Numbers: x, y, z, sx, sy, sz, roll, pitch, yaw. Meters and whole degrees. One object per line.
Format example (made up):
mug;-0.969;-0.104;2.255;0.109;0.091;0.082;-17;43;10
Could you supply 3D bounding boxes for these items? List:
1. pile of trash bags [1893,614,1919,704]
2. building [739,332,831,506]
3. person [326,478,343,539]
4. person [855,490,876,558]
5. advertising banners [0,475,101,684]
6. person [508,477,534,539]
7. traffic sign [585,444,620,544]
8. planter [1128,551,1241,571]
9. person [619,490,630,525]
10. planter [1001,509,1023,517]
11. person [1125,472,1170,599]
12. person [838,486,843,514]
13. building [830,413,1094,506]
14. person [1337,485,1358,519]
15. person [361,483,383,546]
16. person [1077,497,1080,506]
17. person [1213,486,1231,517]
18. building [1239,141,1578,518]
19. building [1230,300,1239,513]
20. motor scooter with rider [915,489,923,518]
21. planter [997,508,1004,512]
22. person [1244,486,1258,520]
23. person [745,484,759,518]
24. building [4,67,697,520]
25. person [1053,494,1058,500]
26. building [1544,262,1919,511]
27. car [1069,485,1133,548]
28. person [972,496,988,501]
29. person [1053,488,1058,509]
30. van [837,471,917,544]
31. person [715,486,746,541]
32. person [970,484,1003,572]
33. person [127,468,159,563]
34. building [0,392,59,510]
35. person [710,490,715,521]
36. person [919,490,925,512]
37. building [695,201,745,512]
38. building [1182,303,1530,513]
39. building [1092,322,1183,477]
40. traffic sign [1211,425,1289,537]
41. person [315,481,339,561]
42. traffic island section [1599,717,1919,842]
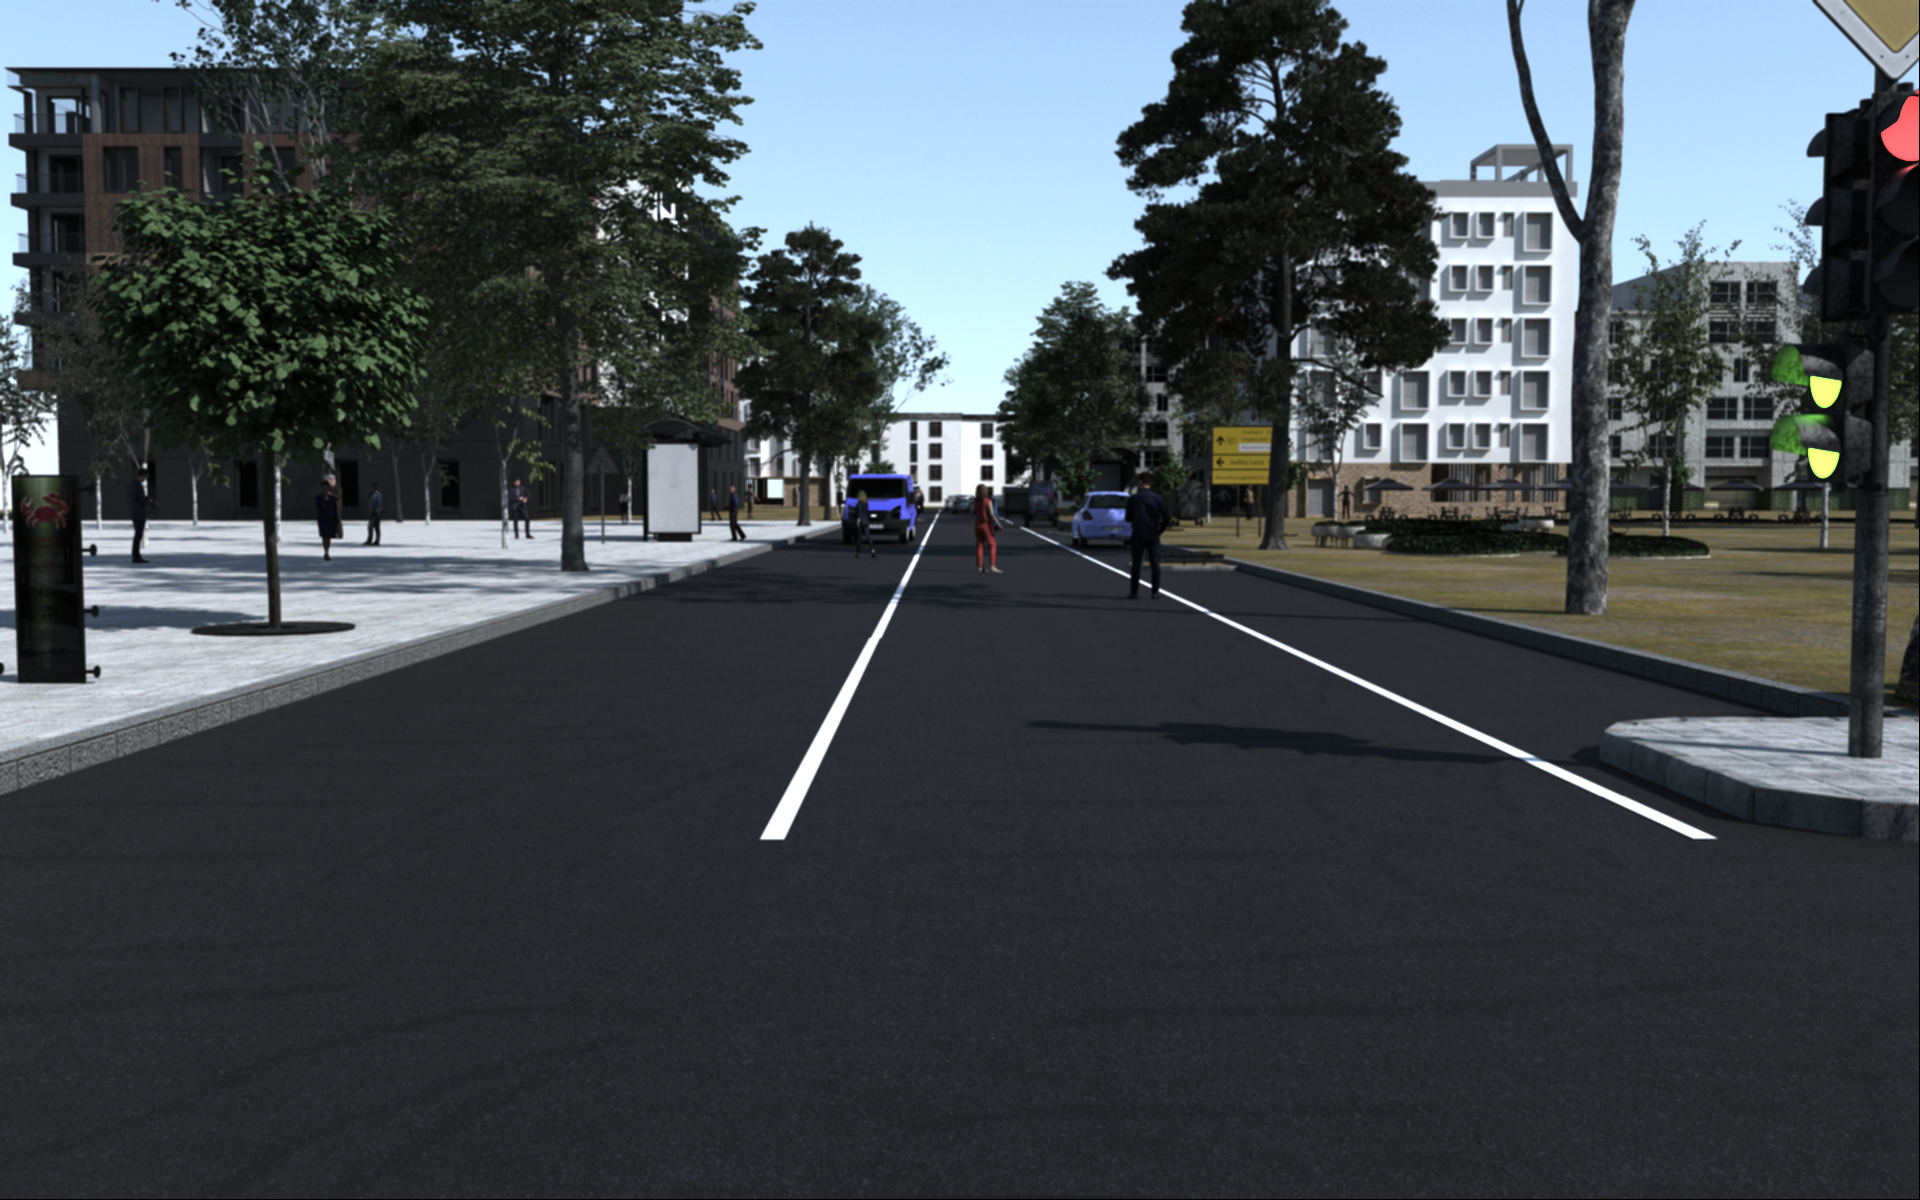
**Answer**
pile of trash bags;7.587;-0.030;10.238;3.447;1.369;1.912;0;4;-7
building;-19.760;-20.170;186.205;11.380;20.091;16.016;0;4;0
person;-17.998;-2.628;49.700;0.565;1.739;0.600;0;4;-6
person;-2.149;-1.717;39.120;0.613;1.512;0.480;2;4;24
advertising banners;-6.878;-0.947;11.665;2.074;3.025;0.090;0;4;1
person;-12.592;-2.645;49.735;0.683;1.767;0.568;-2;4;-35
traffic sign;-9.213;-2.730;44.636;0.884;2.594;0.081;0;4;0
planter;4.270;-0.752;33.429;1.991;0.319;1.994;0;4;0
person;-13.986;-3.846;72.118;0.799;1.438;0.628;3;5;42
planter;3.733;-5.452;110.284;1.991;0.319;1.994;0;4;0
person;2.550;-0.891;23.780;0.576;1.737;0.504;-1;4;-9
person;-7.653;-6.394;110.555;0.705;1.831;1.348;0;4;-5
building;0.180;-14.739;183.134;28.070;9.664;9.099;0;4;0
person;20.166;-5.118;90.433;1.217;1.735;0.721;1;4;13
person;-14.565;-2.127;43.033;0.429;1.552;0.499;2;4;24
person;11.288;-9.542;165.241;0.721;1.736;1.217;0;4;3
person;14.600;-5.482;96.463;0.721;1.735;1.217;-3;5;-45
building;25.019;-14.808;98.532;16.016;20.091;11.380;0;4;0
building;25.613;-15.550;110.669;16.016;20.091;11.380;0;4;0
motor scooter with rider;-2.587;-5.636;101.106;0.876;1.779;1.986;0;4;-1
planter;3.556;-7.121;137.560;1.991;0.319;1.994;0;4;0
person;14.327;-4.858;85.566;0.705;1.812;1.348;3;4;38
person;-11.072;-5.239;91.698;0.705;1.824;1.348;-3;5;-39
building;-31.763;-15.642;99.715;27.936;21.610;32.646;0;4;0
person;6.003;-6.765;116.654;1.348;1.823;0.705;-3;4;-38
building;63.661;-16.753;140.365;31.486;18.905;16.747;0;4;0
car;3.967;-2.298;47.157;1.945;1.707;3.694;0;4;-1
person;1.450;-6.487;114.544;1.348;1.826;0.705;-1;4;-11
person;8.251;-9.108;155.472;1.217;1.766;0.721;-3;5;-39
van;-2.364;-2.868;51.275;2.240;2.365;5.245;0;4;1
person;-6.224;-2.359;47.309;0.600;1.496;0.574;1;4;20
person;0.483;-1.316;31.720;0.444;1.614;0.593;-2;4;-28
person;-15.215;-1.578;32.293;0.683;1.767;0.568;3;5;43
building;-64.761;-12.393;144.776;28.070;9.664;9.099;0;4;0
person;-11.681;-4.486;82.088;0.574;1.496;0.600;-3;5;-40
person;-3.131;-7.938;138.834;0.434;1.755;0.990;-2;4;-27
building;-34.337;-17.793;134.882;32.646;21.610;27.936;0;4;0
building;30.667;-17.655;132.629;27.936;21.610;32.646;0;4;0
building;30.286;-19.566;186.365;31.486;18.905;16.747;0;4;0
traffic sign;8.557;-3.508;51.228;2.265;3.308;0.079;0;4;3
person;-12.132;-1.521;33.286;0.546;1.535;0.453;3;4;37
traffic island section;4.448;0.845;8.473;2.009;0.180;2.903;0;4;0
